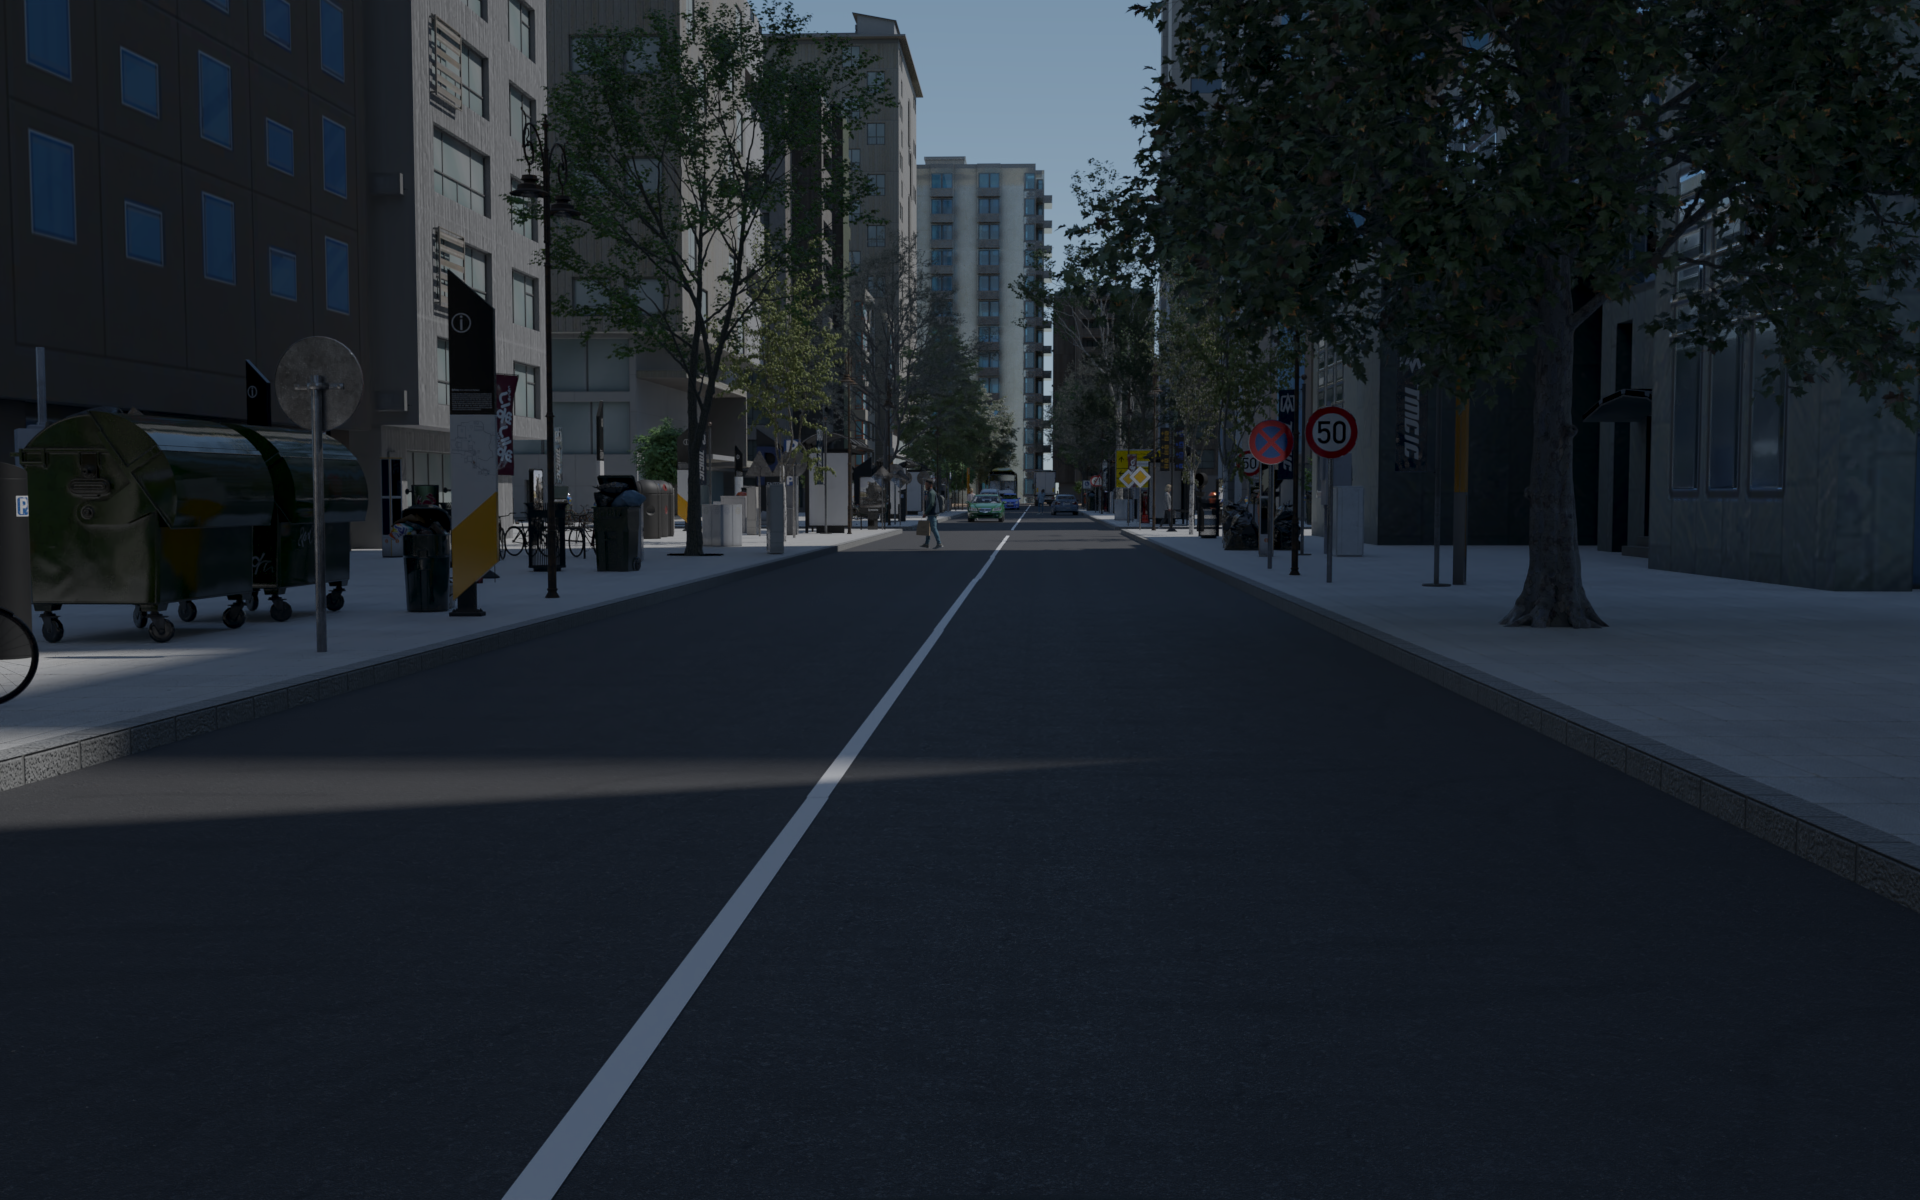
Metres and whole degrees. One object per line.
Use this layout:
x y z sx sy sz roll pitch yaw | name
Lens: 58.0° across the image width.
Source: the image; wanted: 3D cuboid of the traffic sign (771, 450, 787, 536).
-5.189 -3.150 51.506 0.884 2.594 0.081 1 4 12 | traffic sign

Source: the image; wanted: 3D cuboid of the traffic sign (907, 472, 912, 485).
-3.037 -5.881 96.262 0.768 2.556 0.104 0 4 4 | traffic sign

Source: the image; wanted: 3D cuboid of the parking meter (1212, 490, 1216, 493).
15.530 -5.935 105.444 0.372 1.533 0.369 0 3 0 | parking meter

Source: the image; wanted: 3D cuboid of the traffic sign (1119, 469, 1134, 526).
6.766 -4.034 69.597 0.795 2.450 0.064 0 4 3 | traffic sign

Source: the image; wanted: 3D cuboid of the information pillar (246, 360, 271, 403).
-12.212 -2.376 30.199 0.504 3.616 0.183 1 4 22 | information pillar

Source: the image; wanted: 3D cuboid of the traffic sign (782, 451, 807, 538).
-4.859 -3.093 50.679 0.768 2.556 0.104 0 4 4 | traffic sign

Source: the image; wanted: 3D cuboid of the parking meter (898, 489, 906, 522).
-2.708 -4.421 80.701 0.372 1.533 0.369 0 3 0 | parking meter

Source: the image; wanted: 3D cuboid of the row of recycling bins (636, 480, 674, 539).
-9.062 -2.673 50.813 1.069 1.692 3.534 0 4 -1 | row of recycling bins

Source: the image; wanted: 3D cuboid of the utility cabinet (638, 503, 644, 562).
-6.209 -1.344 33.129 0.306 1.237 1.020 0 4 -8 | utility cabinet

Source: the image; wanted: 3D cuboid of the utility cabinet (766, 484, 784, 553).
-4.003 -1.754 37.357 0.318 1.500 1.173 -1 4 -10 | utility cabinet

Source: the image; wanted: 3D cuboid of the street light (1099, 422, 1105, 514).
9.099 -8.446 110.880 0.468 5.910 1.993 0 4 3 | street light

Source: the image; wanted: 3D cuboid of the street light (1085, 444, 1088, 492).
10.624 -10.488 144.259 0.468 5.910 1.993 0 4 3 | street light

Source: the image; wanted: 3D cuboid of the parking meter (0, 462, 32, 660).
-7.462 -0.312 13.506 0.372 1.533 0.369 0 3 0 | parking meter

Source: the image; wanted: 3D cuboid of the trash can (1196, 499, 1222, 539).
7.206 -2.354 50.143 0.748 1.137 0.748 0 3 0 | trash can

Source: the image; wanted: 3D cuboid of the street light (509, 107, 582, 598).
-5.037 -2.963 21.226 0.468 5.910 1.993 0 4 3 | street light

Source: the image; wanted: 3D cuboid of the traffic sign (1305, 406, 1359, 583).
5.353 -1.524 25.029 0.768 2.556 0.104 0 4 4 | traffic sign

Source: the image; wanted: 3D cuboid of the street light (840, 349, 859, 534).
-3.534 -5.040 55.184 0.468 5.910 1.993 0 4 3 | street light

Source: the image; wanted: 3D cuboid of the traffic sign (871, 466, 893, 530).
-2.780 -3.573 62.055 0.795 2.450 0.064 0 4 3 | traffic sign

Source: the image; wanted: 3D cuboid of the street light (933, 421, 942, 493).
-1.344 -8.005 103.673 0.468 5.910 1.993 0 4 3 | street light

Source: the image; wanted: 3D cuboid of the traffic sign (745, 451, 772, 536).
-6.067 -3.204 52.386 0.884 2.594 0.081 0 4 7 | traffic sign

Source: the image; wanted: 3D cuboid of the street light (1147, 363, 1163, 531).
6.799 -5.371 60.611 0.468 5.910 1.993 0 4 3 | street light

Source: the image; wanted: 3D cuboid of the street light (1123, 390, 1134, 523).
7.537 -6.393 77.314 0.468 5.910 1.993 0 4 3 | street light

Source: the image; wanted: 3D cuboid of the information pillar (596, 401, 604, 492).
-8.977 -3.175 43.258 0.183 3.616 0.504 0 3 0 | information pillar

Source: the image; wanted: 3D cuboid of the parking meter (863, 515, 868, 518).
-5.045 -5.202 93.462 0.372 1.533 0.369 0 3 0 | parking meter

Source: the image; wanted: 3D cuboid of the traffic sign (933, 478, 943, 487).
-1.687 -7.857 128.466 0.884 2.594 0.081 1 4 11 | traffic sign

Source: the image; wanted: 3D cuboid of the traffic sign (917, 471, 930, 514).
-2.044 -5.922 96.934 0.768 2.556 0.104 0 4 7 | traffic sign

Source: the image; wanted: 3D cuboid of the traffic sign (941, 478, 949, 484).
-1.244 -8.364 136.865 0.768 2.556 0.104 1 4 9 | traffic sign

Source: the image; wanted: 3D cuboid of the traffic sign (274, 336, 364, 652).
-5.188 -0.850 14.004 0.768 2.556 0.104 0 4 8 | traffic sign

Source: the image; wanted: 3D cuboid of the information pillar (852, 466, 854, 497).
-8.364 -8.802 135.263 0.504 3.616 0.183 -2 4 -26 | information pillar

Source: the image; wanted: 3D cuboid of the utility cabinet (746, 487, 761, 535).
-6.481 -2.793 54.337 0.318 1.500 1.173 0 4 1 | utility cabinet

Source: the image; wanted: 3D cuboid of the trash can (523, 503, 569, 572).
-6.855 -1.045 28.738 0.748 1.137 0.748 0 3 0 | trash can

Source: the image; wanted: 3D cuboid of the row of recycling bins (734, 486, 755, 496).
-14.055 -6.282 109.821 3.534 1.692 1.069 1 4 14 | row of recycling bins

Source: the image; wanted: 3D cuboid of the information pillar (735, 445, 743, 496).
-10.610 -5.606 83.006 0.183 3.616 0.504 3 4 37 | information pillar

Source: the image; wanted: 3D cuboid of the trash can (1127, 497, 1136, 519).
8.924 -4.745 89.228 0.748 1.137 0.748 0 3 0 | trash can

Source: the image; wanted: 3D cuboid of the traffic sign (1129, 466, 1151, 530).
6.404 -3.546 61.620 0.795 2.450 0.064 0 4 3 | traffic sign

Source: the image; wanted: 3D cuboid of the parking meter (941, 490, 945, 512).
-1.249 -6.956 122.148 0.372 1.533 0.369 0 3 0 | parking meter

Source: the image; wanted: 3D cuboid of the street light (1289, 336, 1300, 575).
5.297 -3.330 27.231 0.468 5.910 1.993 0 4 3 | street light

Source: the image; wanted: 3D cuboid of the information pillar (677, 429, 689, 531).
-9.475 -4.176 59.639 0.504 3.616 0.183 0 4 1 | information pillar

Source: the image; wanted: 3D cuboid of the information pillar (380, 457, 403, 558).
-11.455 -1.861 34.919 0.304 2.012 0.304 2 4 33 | information pillar

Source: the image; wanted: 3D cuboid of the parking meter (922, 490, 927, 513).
-2.702 -7.558 131.983 0.372 1.533 0.369 0 3 0 | parking meter

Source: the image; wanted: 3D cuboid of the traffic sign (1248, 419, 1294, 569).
5.326 -1.810 29.699 0.768 2.556 0.104 1 4 9 | traffic sign

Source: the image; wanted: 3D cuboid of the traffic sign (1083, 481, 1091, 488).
9.633 -7.906 131.393 0.606 2.300 0.079 0 4 7 | traffic sign

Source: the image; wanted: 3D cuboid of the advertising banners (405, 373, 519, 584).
-7.014 -1.736 24.579 0.090 3.025 2.074 2 4 33 | advertising banners

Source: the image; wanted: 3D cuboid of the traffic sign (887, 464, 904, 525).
-2.729 -4.441 72.721 0.768 2.556 0.104 0 4 4 | traffic sign

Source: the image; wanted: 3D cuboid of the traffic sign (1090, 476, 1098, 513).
9.321 -7.272 119.007 0.768 2.556 0.104 0 4 4 | traffic sign

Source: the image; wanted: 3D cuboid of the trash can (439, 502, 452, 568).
-8.752 -1.142 30.320 0.748 1.137 0.748 0 3 0 | trash can

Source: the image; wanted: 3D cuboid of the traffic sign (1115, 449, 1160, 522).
8.203 -5.196 78.834 2.265 3.308 0.079 0 4 4 | traffic sign

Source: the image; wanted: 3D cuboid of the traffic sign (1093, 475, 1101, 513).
9.303 -7.061 115.456 0.884 2.594 0.081 1 4 12 | traffic sign

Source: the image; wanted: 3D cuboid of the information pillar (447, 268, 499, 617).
-5.097 -1.636 18.105 0.504 3.616 0.183 0 4 -1 | information pillar

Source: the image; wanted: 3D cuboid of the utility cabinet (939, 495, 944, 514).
-1.374 -6.281 113.863 0.306 1.237 1.020 1 4 18 | utility cabinet

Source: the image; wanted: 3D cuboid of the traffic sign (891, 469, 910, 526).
-2.418 -4.061 70.032 0.795 2.450 0.064 0 4 3 | traffic sign

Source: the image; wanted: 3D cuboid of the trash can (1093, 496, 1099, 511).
10.422 -7.310 131.171 0.748 1.137 0.748 0 3 0 | trash can

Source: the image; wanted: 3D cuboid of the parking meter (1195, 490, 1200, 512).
15.866 -6.548 115.466 0.372 1.533 0.369 0 3 0 | parking meter

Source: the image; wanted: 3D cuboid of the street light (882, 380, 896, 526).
-2.875 -5.964 70.295 0.468 5.910 1.993 0 4 3 | street light

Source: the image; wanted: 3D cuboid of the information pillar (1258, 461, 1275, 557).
6.285 -1.897 35.515 0.304 2.012 0.304 1 4 9 | information pillar

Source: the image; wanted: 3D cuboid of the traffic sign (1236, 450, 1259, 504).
8.351 -3.055 50.052 0.768 2.556 0.104 0 4 8 | traffic sign
